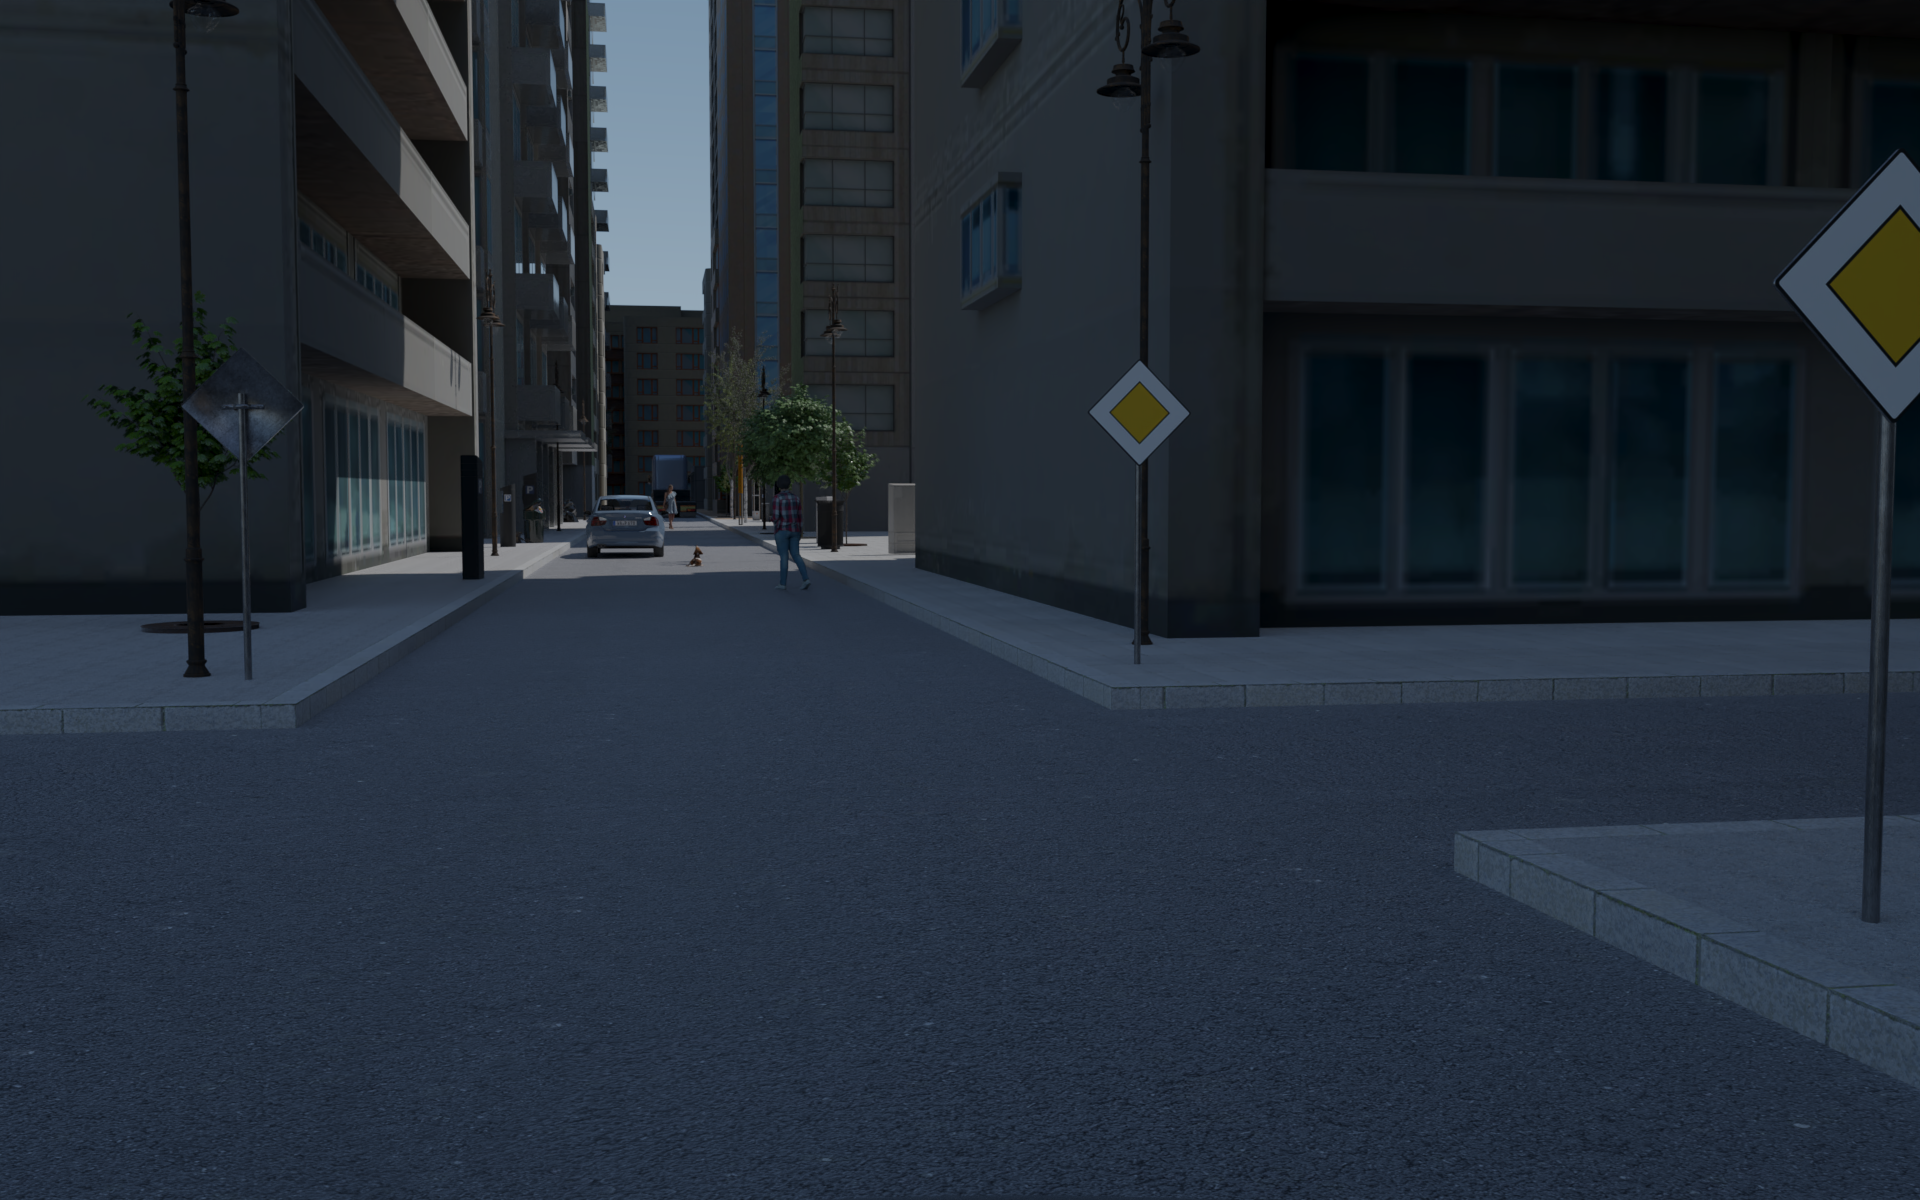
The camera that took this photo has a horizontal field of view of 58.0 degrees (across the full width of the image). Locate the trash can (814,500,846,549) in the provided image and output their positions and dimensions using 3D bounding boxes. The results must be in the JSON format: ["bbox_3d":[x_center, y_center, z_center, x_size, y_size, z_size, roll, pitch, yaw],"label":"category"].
[{"bbox_3d":[-3.017,-1.753,40.315,0.748,1.137,0.748,0,3,0],"label":"trash can"}]

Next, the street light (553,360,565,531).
[{"bbox_3d":[-13.869,-5.316,59.698,0.468,5.910,1.993,-1,4,-10],"label":"street light"}]

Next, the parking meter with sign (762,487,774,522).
[{"bbox_3d":[-8.324,-5.135,80.226,1.738,3.016,0.543,0,4,-4],"label":"parking meter with sign"}]

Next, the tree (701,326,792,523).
[{"bbox_3d":[-9.297,-7.735,76.832,4.360,8.622,3.978,0,3,0],"label":"tree"}]

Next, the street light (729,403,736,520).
[{"bbox_3d":[-11.300,-6.965,86.671,0.468,5.910,1.993,-1,4,-10],"label":"street light"}]

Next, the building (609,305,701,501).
[{"bbox_3d":[-40.427,-20.544,180.927,28.899,21.520,27.650,-1,4,-10],"label":"building"}]

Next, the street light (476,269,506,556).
[{"bbox_3d":[-9.640,-3.849,35.716,0.468,5.910,1.993,-1,4,-10],"label":"street light"}]

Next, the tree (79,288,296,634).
[{"bbox_3d":[-7.058,-1.328,16.319,1.663,3.219,1.824,0,3,0],"label":"tree"}]

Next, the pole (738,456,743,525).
[{"bbox_3d":[-9.053,-4.745,71.429,0.158,3.312,0.155,0,3,0],"label":"pole"}]

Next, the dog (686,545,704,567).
[{"bbox_3d":[-5.312,-0.870,34.413,0.550,0.427,0.748,3,4,36],"label":"dog"}]

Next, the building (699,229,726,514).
[{"bbox_3d":[-4.851,-17.405,129.611,27.650,21.520,28.899,-1,4,-10],"label":"building"}]

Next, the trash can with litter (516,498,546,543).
[{"bbox_3d":[-11.403,-2.079,45.382,1.055,1.170,0.624,0,4,0],"label":"trash can with litter"}]

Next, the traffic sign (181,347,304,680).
[{"bbox_3d":[-4.916,-0.506,11.912,0.795,2.450,0.064,-1,4,-10],"label":"traffic sign"}]

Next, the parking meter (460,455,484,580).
[{"bbox_3d":[-7.350,-1.248,26.108,0.255,1.863,0.399,0,4,-2],"label":"parking meter"}]

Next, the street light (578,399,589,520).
[{"bbox_3d":[-18.246,-6.805,84.047,0.468,5.910,1.993,-1,4,-10],"label":"street light"}]

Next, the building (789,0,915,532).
[{"bbox_3d":[0.417,-23.368,65.662,14.154,41.232,14.086,-1,4,-10],"label":"building"}]

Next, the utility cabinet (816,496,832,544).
[{"bbox_3d":[-3.541,-2.092,45.363,0.306,1.237,1.020,0,4,6],"label":"utility cabinet"}]

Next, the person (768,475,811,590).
[{"bbox_3d":[-2.576,-1.017,25.964,0.563,1.720,0.643,-3,5,-42],"label":"person"}]

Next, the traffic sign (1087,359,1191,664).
[{"bbox_3d":[1.334,-0.572,12.998,0.795,2.450,0.064,-1,4,-10],"label":"traffic sign"}]

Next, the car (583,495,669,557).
[{"bbox_3d":[-7.833,-1.750,40.618,2.014,1.417,4.499,-1,4,-10],"label":"car"}]

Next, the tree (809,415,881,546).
[{"bbox_3d":[-2.944,-2.948,42.798,1.663,3.219,1.824,0,3,0],"label":"tree"}]

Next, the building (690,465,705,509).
[{"bbox_3d":[-13.356,-43.635,151.683,20.563,71.187,20.611,-1,4,-10],"label":"building"}]

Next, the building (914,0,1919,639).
[{"bbox_3d":[10.319,-24.617,26.190,21.600,48.544,21.300,-1,4,-10],"label":"building"}]

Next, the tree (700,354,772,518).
[{"bbox_3d":[-11.971,-8.666,92.058,4.737,8.622,4.395,0,3,0],"label":"tree"}]

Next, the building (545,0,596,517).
[{"bbox_3d":[-26.932,-19.583,91.885,14.160,30.474,14.107,-1,4,-10],"label":"building"}]

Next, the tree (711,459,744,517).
[{"bbox_3d":[-13.074,-6.218,96.267,1.663,3.219,1.824,0,3,0],"label":"tree"}]

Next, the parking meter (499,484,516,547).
[{"bbox_3d":[-10.981,-2.057,42.041,0.372,1.533,0.369,0,3,0],"label":"parking meter"}]

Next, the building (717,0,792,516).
[{"bbox_3d":[-7.658,-27.916,106.543,14.600,45.320,14.200,-1,4,-10],"label":"building"}]

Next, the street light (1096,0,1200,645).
[{"bbox_3d":[1.555,-2.557,14.603,0.468,5.910,1.993,-1,4,-10],"label":"street light"}]

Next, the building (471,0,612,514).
[{"bbox_3d":[-45.215,-32.195,145.994,30.456,49.044,23.786,-1,4,-10],"label":"building"}]

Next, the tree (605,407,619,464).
[{"bbox_3d":[-28.262,-11.209,133.630,4.360,8.622,3.978,0,3,0],"label":"tree"}]

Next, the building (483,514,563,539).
[{"bbox_3d":[-25.074,-26.887,59.203,23.786,49.044,30.456,-1,4,-10],"label":"building"}]

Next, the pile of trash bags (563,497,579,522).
[{"bbox_3d":[-18.551,-4.248,79.213,1.912,1.369,3.447,-1,4,-19],"label":"pile of trash bags"}]

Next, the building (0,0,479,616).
[{"bbox_3d":[-19.551,-24.587,25.702,21.300,48.544,21.600,-1,4,-10],"label":"building"}]

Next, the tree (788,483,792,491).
[{"bbox_3d":[-8.346,-5.376,82.505,1.663,3.219,1.824,0,3,0],"label":"tree"}]

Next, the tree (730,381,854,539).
[{"bbox_3d":[-4.695,-4.063,50.151,4.285,4.588,4.351,0,3,0],"label":"tree"}]

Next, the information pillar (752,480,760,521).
[{"bbox_3d":[-9.888,-4.861,83.971,0.304,2.012,0.304,-1,4,-22],"label":"information pillar"}]

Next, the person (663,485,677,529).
[{"bbox_3d":[-11.791,-3.777,70.344,0.616,1.811,0.778,-2,4,-24],"label":"person"}]

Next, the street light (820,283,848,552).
[{"bbox_3d":[-2.776,-3.995,38.100,0.468,5.910,1.993,-1,4,-10],"label":"street light"}]

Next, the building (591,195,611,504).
[{"bbox_3d":[-37.383,-16.334,112.106,27.650,21.520,28.899,-1,4,-10],"label":"building"}]

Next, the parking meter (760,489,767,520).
[{"bbox_3d":[-9.826,-4.777,86.511,0.372,1.533,0.369,0,3,0],"label":"parking meter"}]

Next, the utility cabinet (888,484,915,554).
[{"bbox_3d":[-0.931,-1.723,36.852,1.173,1.500,0.318,-2,4,-27],"label":"utility cabinet"}]

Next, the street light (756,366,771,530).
[{"bbox_3d":[-7.076,-5.485,62.473,0.468,5.910,1.993,-1,4,-10],"label":"street light"}]

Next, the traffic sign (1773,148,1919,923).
[{"bbox_3d":[2.731,-0.091,5.135,0.795,2.450,0.064,-1,4,-10],"label":"traffic sign"}]

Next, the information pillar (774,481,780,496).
[{"bbox_3d":[-6.636,-3.607,63.460,0.304,2.012,0.304,1,4,14],"label":"information pillar"}]

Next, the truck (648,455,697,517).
[{"bbox_3d":[-18.891,-7.581,113.701,2.967,4.110,18.799,-1,4,-11],"label":"truck"}]

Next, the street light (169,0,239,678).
[{"bbox_3d":[-5.368,-2.399,12.007,0.468,5.910,1.993,-1,4,-10],"label":"street light"}]

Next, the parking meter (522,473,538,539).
[{"bbox_3d":[-11.685,-2.532,47.104,0.399,1.863,0.255,0,4,-5],"label":"parking meter"}]
